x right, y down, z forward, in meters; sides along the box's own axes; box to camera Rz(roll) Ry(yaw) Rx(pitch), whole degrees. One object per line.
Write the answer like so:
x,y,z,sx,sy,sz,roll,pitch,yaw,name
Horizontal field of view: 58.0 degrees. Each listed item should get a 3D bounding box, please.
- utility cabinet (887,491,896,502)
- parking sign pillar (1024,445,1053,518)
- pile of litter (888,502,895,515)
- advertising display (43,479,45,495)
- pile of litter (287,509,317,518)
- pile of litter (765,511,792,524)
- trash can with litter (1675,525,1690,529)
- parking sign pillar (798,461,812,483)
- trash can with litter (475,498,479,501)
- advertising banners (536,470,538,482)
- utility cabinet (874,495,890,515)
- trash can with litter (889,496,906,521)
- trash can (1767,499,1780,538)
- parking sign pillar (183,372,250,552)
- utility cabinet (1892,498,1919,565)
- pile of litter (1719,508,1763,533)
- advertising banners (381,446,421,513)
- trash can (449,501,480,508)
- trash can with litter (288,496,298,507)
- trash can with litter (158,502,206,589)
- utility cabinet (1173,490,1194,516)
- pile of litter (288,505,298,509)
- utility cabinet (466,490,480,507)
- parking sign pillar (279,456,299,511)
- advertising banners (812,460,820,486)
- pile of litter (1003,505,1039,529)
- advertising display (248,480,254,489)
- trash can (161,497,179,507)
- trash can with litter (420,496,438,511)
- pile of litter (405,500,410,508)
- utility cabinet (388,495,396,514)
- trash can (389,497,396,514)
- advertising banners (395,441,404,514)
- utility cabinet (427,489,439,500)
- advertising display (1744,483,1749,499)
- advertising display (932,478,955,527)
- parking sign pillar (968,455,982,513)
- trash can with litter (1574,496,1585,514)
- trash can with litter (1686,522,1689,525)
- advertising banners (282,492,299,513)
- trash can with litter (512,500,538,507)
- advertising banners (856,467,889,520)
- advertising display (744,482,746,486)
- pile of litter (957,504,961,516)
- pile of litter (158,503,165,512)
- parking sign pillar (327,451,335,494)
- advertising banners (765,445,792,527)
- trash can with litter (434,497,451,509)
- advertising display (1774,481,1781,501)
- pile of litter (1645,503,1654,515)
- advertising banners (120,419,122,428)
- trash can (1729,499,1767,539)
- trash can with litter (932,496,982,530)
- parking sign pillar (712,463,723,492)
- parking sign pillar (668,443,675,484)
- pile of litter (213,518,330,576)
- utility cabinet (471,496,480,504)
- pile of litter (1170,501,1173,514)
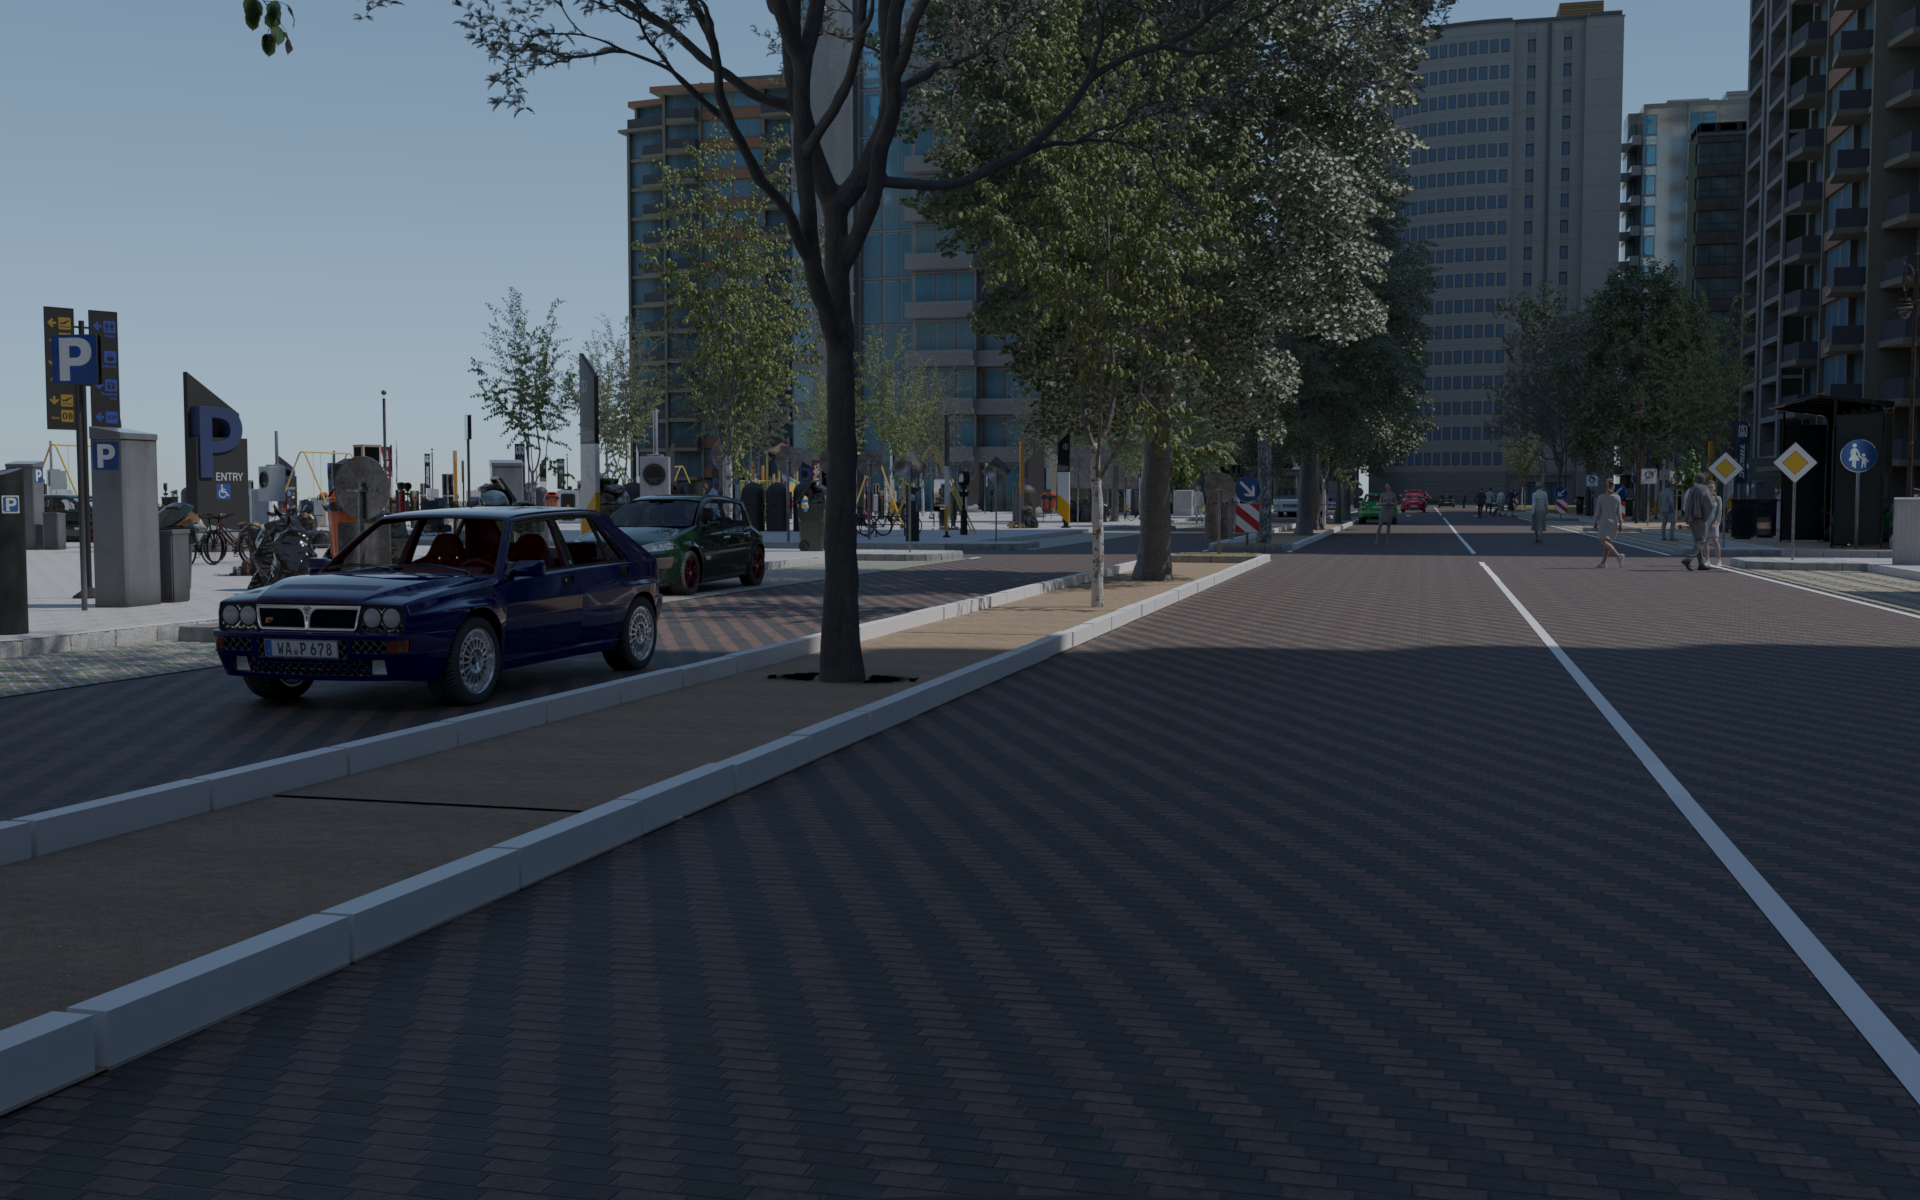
-4.759,-6.395,113.236,1.173,1.500,0.318,1,4,9,utility cabinet
4.022,-6.515,94.985,1.447,3.967,1.447,-3,5,-44,parking sign pillar
-3.948,-5.519,104.194,1.176,0.858,1.719,-3,5,-43,pile of litter
-38.156,-4.039,71.258,0.123,1.923,0.974,3,4,39,advertising display
-15.443,-1.656,41.041,1.719,0.858,1.176,0,4,5,pile of litter
-7.959,-3.666,73.911,1.719,0.858,1.176,-1,4,-13,pile of litter
27.253,-3.256,64.298,2.233,1.210,1.678,-1,4,-16,trash can with litter
-11.143,-8.327,124.623,1.447,3.967,1.447,-1,4,-11,parking sign pillar
-14.119,-2.483,51.989,0.624,1.170,1.055,-3,4,-38,trash can with litter
-29.266,-7.596,120.378,0.090,3.025,2.074,-2,4,-23,advertising banners
-4.810,-5.867,107.081,1.020,1.237,0.306,0,4,5,utility cabinet
-3.032,-4.287,81.486,1.055,1.170,0.624,-1,4,-12,trash can with litter
23.581,-2.389,50.718,0.748,1.137,0.748,0,3,0,trash can
-16.598,-3.071,38.688,1.447,3.967,1.447,2,4,32,parking sign pillar
17.470,-1.235,31.349,1.020,1.237,0.306,2,4,27,utility cabinet
25.845,-2.649,57.283,1.719,0.858,1.176,-1,4,-12,pile of litter
-20.732,-4.160,64.208,0.090,3.025,2.074,2,4,24,advertising banners
-10.138,-1.473,35.730,0.748,1.137,0.748,0,3,0,trash can
-30.356,-4.170,79.239,2.233,1.210,1.678,2,4,31,trash can with litter
-10.546,-0.701,22.853,0.624,1.170,1.055,1,4,21,trash can with litter
12.832,-5.538,99.224,1.173,1.500,0.318,3,5,39,utility cabinet
-26.598,-3.327,68.354,1.176,0.858,1.719,-1,4,-10,pile of litter
-29.666,-5.968,106.255,1.173,1.500,0.318,-2,4,-34,utility cabinet
-46.312,-7.995,119.188,1.447,3.967,1.447,2,4,32,parking sign pillar
-8.099,-5.658,88.693,2.074,3.025,0.090,0,4,-5,advertising banners
2.269,-3.120,64.985,1.719,0.858,1.176,-3,4,-39,pile of litter
-33.296,-4.634,80.982,0.974,1.923,0.123,3,5,41,advertising display
-42.794,-5.010,93.573,0.748,1.137,0.748,0,3,0,trash can
-16.615,-2.564,52.984,2.233,1.210,1.678,0,4,-8,trash can with litter
-41.126,-6.987,128.207,1.719,0.858,1.176,-3,5,-42,pile of litter
-36.707,-6.169,112.022,0.306,1.237,1.020,0,4,3,utility cabinet
-23.551,-3.718,72.447,0.748,1.137,0.748,0,3,0,trash can
-18.721,-3.762,57.693,0.090,3.025,2.074,-1,4,-15,advertising banners
-21.142,-3.723,69.542,0.318,1.500,1.173,-2,4,-25,utility cabinet
44.766,-5.661,97.765,0.123,1.923,0.974,-3,5,-41,advertising display
-0.647,-3.858,68.289,0.974,1.923,0.123,-2,4,-26,advertising display
0.776,-8.060,120.258,1.447,3.967,1.447,3,4,38,parking sign pillar
39.707,-6.096,111.057,0.624,1.170,1.055,1,4,20,trash can with litter
30.735,-3.714,72.118,1.055,1.170,0.624,2,4,26,trash can with litter
-45.238,-7.321,115.884,2.074,3.025,0.090,1,4,10,advertising banners
-7.552,-1.178,30.640,0.624,1.170,1.055,1,4,17,trash can with litter
-4.570,-5.509,86.258,2.074,3.025,0.090,-1,4,-18,advertising banners
-11.453,-5.401,93.523,0.123,1.923,0.974,0,4,8,advertising display
-0.084,-5.518,104.183,1.176,0.858,1.719,3,4,36,pile of litter
-37.115,-4.093,80.880,1.176,0.858,1.719,-3,5,-42,pile of litter
-38.827,-7.255,107.089,1.447,3.967,1.447,-1,4,-18,parking sign pillar
-6.891,-4.082,62.925,2.074,3.025,0.090,3,4,38,advertising banners
-17.388,-2.815,57.418,0.624,1.170,1.055,1,4,9,trash can with litter
42.079,-5.089,88.420,0.974,1.923,0.123,3,5,45,advertising display
42.523,-5.698,107.132,1.176,0.858,1.719,3,4,37,pile of litter
-20.367,-2.765,41.393,0.090,3.025,2.074,-3,5,-44,advertising banners
22.207,-2.292,49.123,0.748,1.137,0.748,0,3,0,trash can
-0.224,-3.157,62.676,1.678,1.210,2.233,-1,4,-13,trash can with litter
-12.955,-6.420,93.445,1.447,3.967,1.447,1,4,14,parking sign pillar
-15.384,-6.296,91.415,1.447,3.967,1.447,0,4,2,parking sign pillar
-10.967,-0.825,27.458,1.719,0.858,1.176,2,4,25,pile of litter
-15.016,-2.670,54.815,1.020,1.237,0.306,-1,4,-19,utility cabinet
13.612,-5.991,111.913,1.719,0.858,1.176,2,4,32,pile of litter
